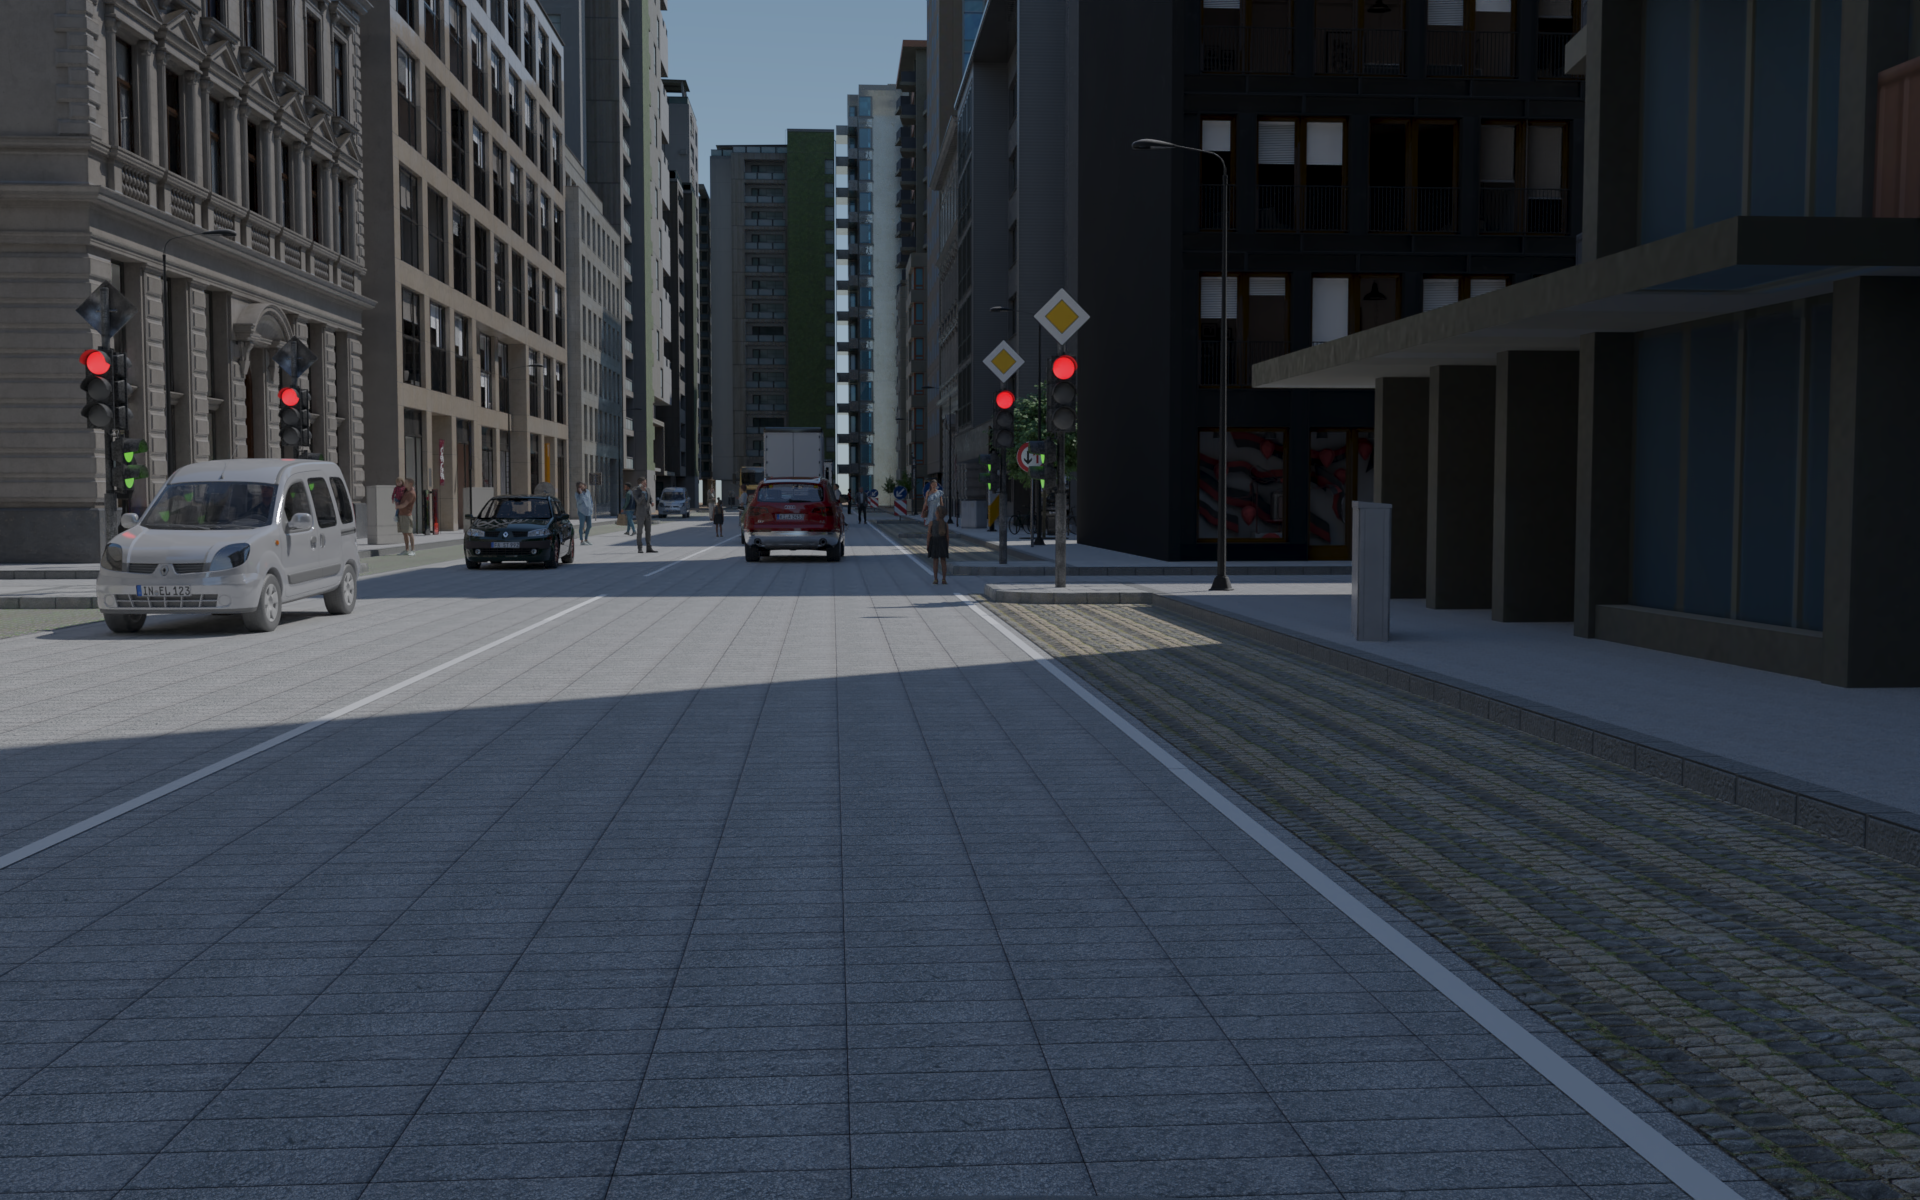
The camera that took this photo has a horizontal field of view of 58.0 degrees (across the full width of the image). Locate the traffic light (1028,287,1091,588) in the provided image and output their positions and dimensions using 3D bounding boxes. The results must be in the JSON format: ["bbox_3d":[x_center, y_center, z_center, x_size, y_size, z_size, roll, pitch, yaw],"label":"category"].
[{"bbox_3d":[1.363,-2.127,23.690,0.839,4.253,0.868,0,4,-4],"label":"traffic light"}]

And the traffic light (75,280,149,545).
[{"bbox_3d":[-11.163,-2.069,22.749,0.839,4.253,0.868,0,4,-4],"label":"traffic light"}]

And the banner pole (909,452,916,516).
[{"bbox_3d":[-2.777,-6.905,102.909,0.401,3.779,0.863,-1,4,-19],"label":"banner pole"}]

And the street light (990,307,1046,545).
[{"bbox_3d":[1.442,-4.320,43.178,1.470,5.913,1.316,0,4,-4],"label":"street light"}]

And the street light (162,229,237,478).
[{"bbox_3d":[-13.381,-3.544,30.482,1.470,5.913,1.316,0,4,-4],"label":"street light"}]

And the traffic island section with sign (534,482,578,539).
[{"bbox_3d":[-13.298,-2.861,55.403,1.989,1.847,2.006,0,4,-4],"label":"traffic island section with sign"}]

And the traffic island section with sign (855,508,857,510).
[{"bbox_3d":[-8.715,-9.269,160.169,1.989,1.847,2.006,0,4,-4],"label":"traffic island section with sign"}]

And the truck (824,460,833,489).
[{"bbox_3d":[-12.071,-9.626,146.293,2.839,4.237,11.283,0,4,-5],"label":"truck"}]

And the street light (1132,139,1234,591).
[{"bbox_3d":[2.947,-3.080,22.892,1.470,5.913,1.316,0,4,-4],"label":"street light"}]

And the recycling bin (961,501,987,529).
[{"bbox_3d":[0.532,-3.196,64.815,0.722,1.027,0.722,3,4,37],"label":"recycling bin"}]

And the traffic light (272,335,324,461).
[{"bbox_3d":[-11.754,-2.556,30.712,0.839,4.253,0.868,0,4,-4],"label":"traffic light"}]

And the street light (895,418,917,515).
[{"bbox_3d":[-3.248,-8.170,106.122,1.470,5.913,1.316,0,4,-4],"label":"street light"}]

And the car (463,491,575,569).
[{"bbox_3d":[-8.724,-1.508,34.448,2.009,1.686,4.222,0,4,-6],"label":"car"}]

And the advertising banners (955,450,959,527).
[{"bbox_3d":[-0.119,-4.394,68.035,0.090,3.025,2.074,0,4,-2],"label":"advertising banners"}]

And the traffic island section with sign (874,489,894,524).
[{"bbox_3d":[-3.017,-4.583,83.552,1.989,1.847,2.006,0,4,-4],"label":"traffic island section with sign"}]

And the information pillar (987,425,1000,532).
[{"bbox_3d":[1.151,-4.150,59.211,0.504,3.616,0.183,-3,5,-45],"label":"information pillar"}]

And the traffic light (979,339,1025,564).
[{"bbox_3d":[0.772,-2.614,31.653,0.839,4.253,0.868,0,4,-4],"label":"traffic light"}]

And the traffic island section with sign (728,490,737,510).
[{"bbox_3d":[-21.092,-9.289,160.497,1.989,1.847,2.006,0,4,-4],"label":"traffic island section with sign"}]

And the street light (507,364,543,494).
[{"bbox_3d":[-15.553,-5.464,61.872,1.470,5.913,1.316,0,4,-4],"label":"street light"}]

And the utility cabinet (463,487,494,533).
[{"bbox_3d":[-15.820,-2.948,56.884,0.318,1.500,1.173,2,4,24],"label":"utility cabinet"}]

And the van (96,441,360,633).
[{"bbox_3d":[-8.031,-0.749,19.253,2.013,2.044,4.112,0,4,-3],"label":"van"}]

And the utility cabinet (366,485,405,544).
[{"bbox_3d":[-14.627,-2.168,44.121,0.318,1.500,1.173,1,4,18],"label":"utility cabinet"}]

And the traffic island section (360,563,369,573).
[{"bbox_3d":[-11.795,-0.524,30.843,2.009,0.180,2.903,0,4,-4],"label":"traffic island section"}]

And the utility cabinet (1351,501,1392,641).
[{"bbox_3d":[3.696,-0.269,15.556,0.306,1.237,1.020,1,4,10],"label":"utility cabinet"}]

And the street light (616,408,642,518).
[{"bbox_3d":[-17.802,-7.383,93.255,1.470,5.913,1.316,0,4,-4],"label":"street light"}]

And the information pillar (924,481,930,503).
[{"bbox_3d":[-1.813,-5.555,95.311,0.304,2.012,0.304,0,4,5],"label":"information pillar"}]

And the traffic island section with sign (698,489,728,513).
[{"bbox_3d":[-19.046,-7.604,132.955,1.989,1.847,2.006,0,4,-4],"label":"traffic island section with sign"}]

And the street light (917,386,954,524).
[{"bbox_3d":[-0.964,-6.239,74.550,1.470,5.913,1.316,0,4,-4],"label":"street light"}]

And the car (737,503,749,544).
[{"bbox_3d":[-5.527,-2.408,51.164,2.131,1.459,4.920,0,4,-6],"label":"car"}]

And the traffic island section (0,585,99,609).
[{"bbox_3d":[-11.204,-0.037,22.880,2.009,0.180,2.903,0,4,-4],"label":"traffic island section"}]

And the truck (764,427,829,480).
[{"bbox_3d":[-7.384,-5.472,78.378,2.839,4.237,11.283,0,4,-4],"label":"truck"}]

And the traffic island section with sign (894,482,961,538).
[{"bbox_3d":[-1.029,-2.932,56.564,1.989,1.847,2.006,0,4,-4],"label":"traffic island section with sign"}]

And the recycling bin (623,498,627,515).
[{"bbox_3d":[-20.024,-5.667,105.202,0.722,1.027,0.722,-3,5,-40],"label":"recycling bin"}]

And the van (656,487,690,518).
[{"bbox_3d":[-17.023,-5.878,103.118,2.013,2.044,4.112,0,4,-5],"label":"van"}]

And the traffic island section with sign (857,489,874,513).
[{"bbox_3d":[-6.720,-7.624,133.287,1.989,1.847,2.006,0,4,-4],"label":"traffic island section with sign"}]

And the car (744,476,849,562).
[{"bbox_3d":[-3.598,-1.805,38.191,2.281,1.827,5.304,0,4,-2],"label":"car"}]

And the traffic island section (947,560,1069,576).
[{"bbox_3d":[0.813,-0.580,31.770,2.009,0.180,2.903,0,4,-4],"label":"traffic island section"}]

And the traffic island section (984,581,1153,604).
[{"bbox_3d":[1.403,-0.093,23.807,2.009,0.180,2.903,0,4,-4],"label":"traffic island section"}]

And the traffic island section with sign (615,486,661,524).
[{"bbox_3d":[-15.290,-4.507,82.315,1.989,1.847,2.006,0,4,-4],"label":"traffic island section with sign"}]

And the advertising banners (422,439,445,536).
[{"bbox_3d":[-16.496,-3.558,54.367,0.090,3.025,2.074,0,4,2],"label":"advertising banners"}]

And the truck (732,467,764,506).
[{"bbox_3d":[-14.407,-7.894,124.987,3.469,3.379,9.791,0,4,-3],"label":"truck"}]
